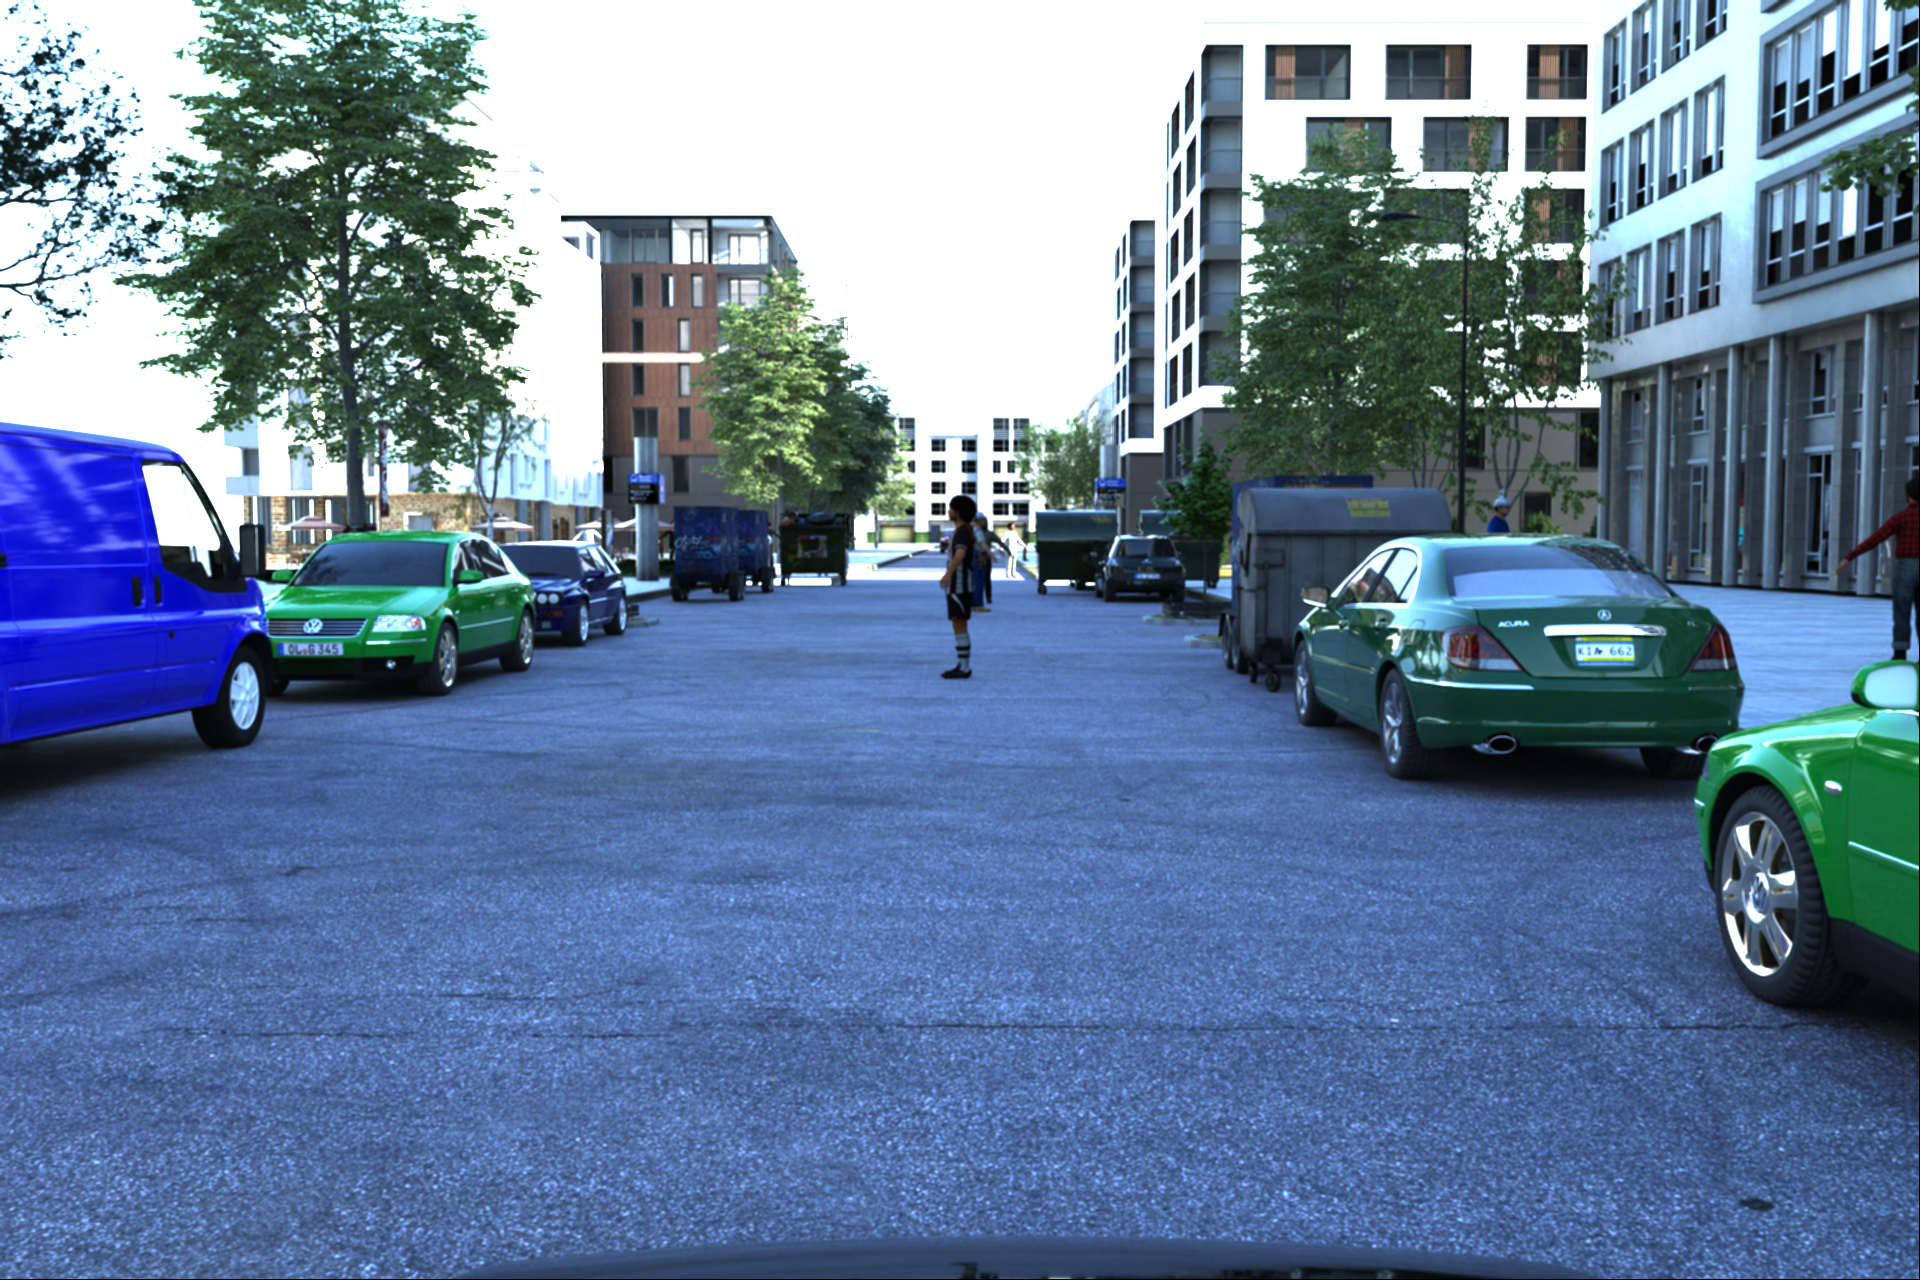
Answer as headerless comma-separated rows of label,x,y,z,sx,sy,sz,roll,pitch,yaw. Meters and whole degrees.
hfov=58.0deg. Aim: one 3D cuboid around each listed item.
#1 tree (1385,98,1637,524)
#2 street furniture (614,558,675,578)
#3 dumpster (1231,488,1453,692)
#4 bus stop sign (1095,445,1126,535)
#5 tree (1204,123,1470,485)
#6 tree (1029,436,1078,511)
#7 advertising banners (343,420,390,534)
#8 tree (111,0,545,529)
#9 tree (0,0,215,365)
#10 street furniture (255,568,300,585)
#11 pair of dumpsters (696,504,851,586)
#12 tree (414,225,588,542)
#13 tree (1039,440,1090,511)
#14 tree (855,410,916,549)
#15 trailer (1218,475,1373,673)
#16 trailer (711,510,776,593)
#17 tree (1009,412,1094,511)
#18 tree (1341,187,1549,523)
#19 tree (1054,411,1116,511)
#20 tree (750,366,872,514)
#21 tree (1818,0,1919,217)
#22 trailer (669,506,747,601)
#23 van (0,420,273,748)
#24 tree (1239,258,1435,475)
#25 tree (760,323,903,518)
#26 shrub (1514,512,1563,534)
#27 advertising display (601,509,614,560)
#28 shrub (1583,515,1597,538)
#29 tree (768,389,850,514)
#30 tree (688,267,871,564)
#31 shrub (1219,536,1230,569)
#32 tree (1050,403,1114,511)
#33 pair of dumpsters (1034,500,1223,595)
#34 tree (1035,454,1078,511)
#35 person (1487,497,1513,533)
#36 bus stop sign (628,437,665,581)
tree,9.319,-4.836,29.430,4.737,8.622,4.395,0,3,0
street furniture,-10.757,-2.393,54.756,5.734,0.657,10.072,-1,4,-8
dumpster,3.532,-0.485,16.147,1.865,1.857,1.264,0,4,0
bus stop sign,4.449,-3.812,51.337,0.837,3.901,0.837,0,4,0
tree,10.709,-7.958,48.233,7.486,12.596,7.792,0,3,0
tree,7.362,-10.836,127.529,4.360,8.622,3.978,0,3,0
advertising banners,-8.929,-1.835,26.185,0.090,3.025,2.074,0,3,0
tree,-11.782,-7.000,32.577,7.486,12.596,7.792,0,3,0
tree,-11.853,-5.140,18.447,8.767,10.594,7.601,2,4,27
street furniture,-29.337,-2.852,51.655,27.439,1.986,14.083,1,4,10
pair of dumpsters,-5.259,-2.639,48.094,4.436,2.255,1.574,0,4,1
tree,-11.507,-5.585,41.680,4.360,8.622,3.978,0,3,0
tree,8.118,-11.228,133.933,4.360,8.622,3.978,0,3,0
tree,-7.757,-14.278,151.570,7.486,12.596,7.792,0,3,0
trailer,3.541,-0.719,18.806,1.471,1.999,3.904,0,4,0
trailer,-5.325,-2.121,41.733,1.471,1.999,3.904,0,4,1
tree,7.958,-13.503,146.523,9.928,11.665,9.643,0,3,0
tree,10.062,-5.303,37.075,4.737,8.622,4.395,0,3,0
tree,7.618,-9.408,104.179,4.737,8.622,4.395,0,3,0
tree,-8.394,-9.728,93.471,7.601,10.594,8.767,-1,4,-20
tree,9.350,-5.686,11.100,7.486,12.596,7.792,0,3,0
trailer,-5.407,-1.799,36.458,1.471,1.999,3.904,0,4,1
van,-5.748,-0.338,9.908,2.240,2.365,5.245,0,4,1
tree,14.053,-8.501,64.741,9.928,11.665,9.643,0,3,0
tree,-7.799,-12.082,104.203,9.857,13.997,8.962,0,3,0
shrub,19.126,-3.257,57.290,1.661,2.075,1.752,0,3,0
advertising display,-9.273,-2.470,45.600,0.123,1.923,0.974,0,4,1
shrub,19.657,-2.960,52.807,1.690,2.028,1.600,0,3,0
tree,-7.656,-8.174,84.006,4.360,8.622,3.978,0,3,0
tree,-7.600,-9.498,73.418,7.486,12.596,7.792,0,3,0
shrub,8.105,-3.226,57.160,1.690,2.028,1.600,0,3,0
tree,7.297,-8.958,96.824,4.360,8.622,3.978,0,3,0
pair of dumpsters,3.967,-2.215,41.165,4.436,2.255,1.574,0,3,0
tree,7.976,-12.508,154.865,4.360,8.622,3.978,0,3,0
person,8.326,-1.267,26.595,0.705,1.842,1.347,3,4,38
bus stop sign,-8.553,-3.567,47.328,0.837,3.901,0.837,0,4,1
